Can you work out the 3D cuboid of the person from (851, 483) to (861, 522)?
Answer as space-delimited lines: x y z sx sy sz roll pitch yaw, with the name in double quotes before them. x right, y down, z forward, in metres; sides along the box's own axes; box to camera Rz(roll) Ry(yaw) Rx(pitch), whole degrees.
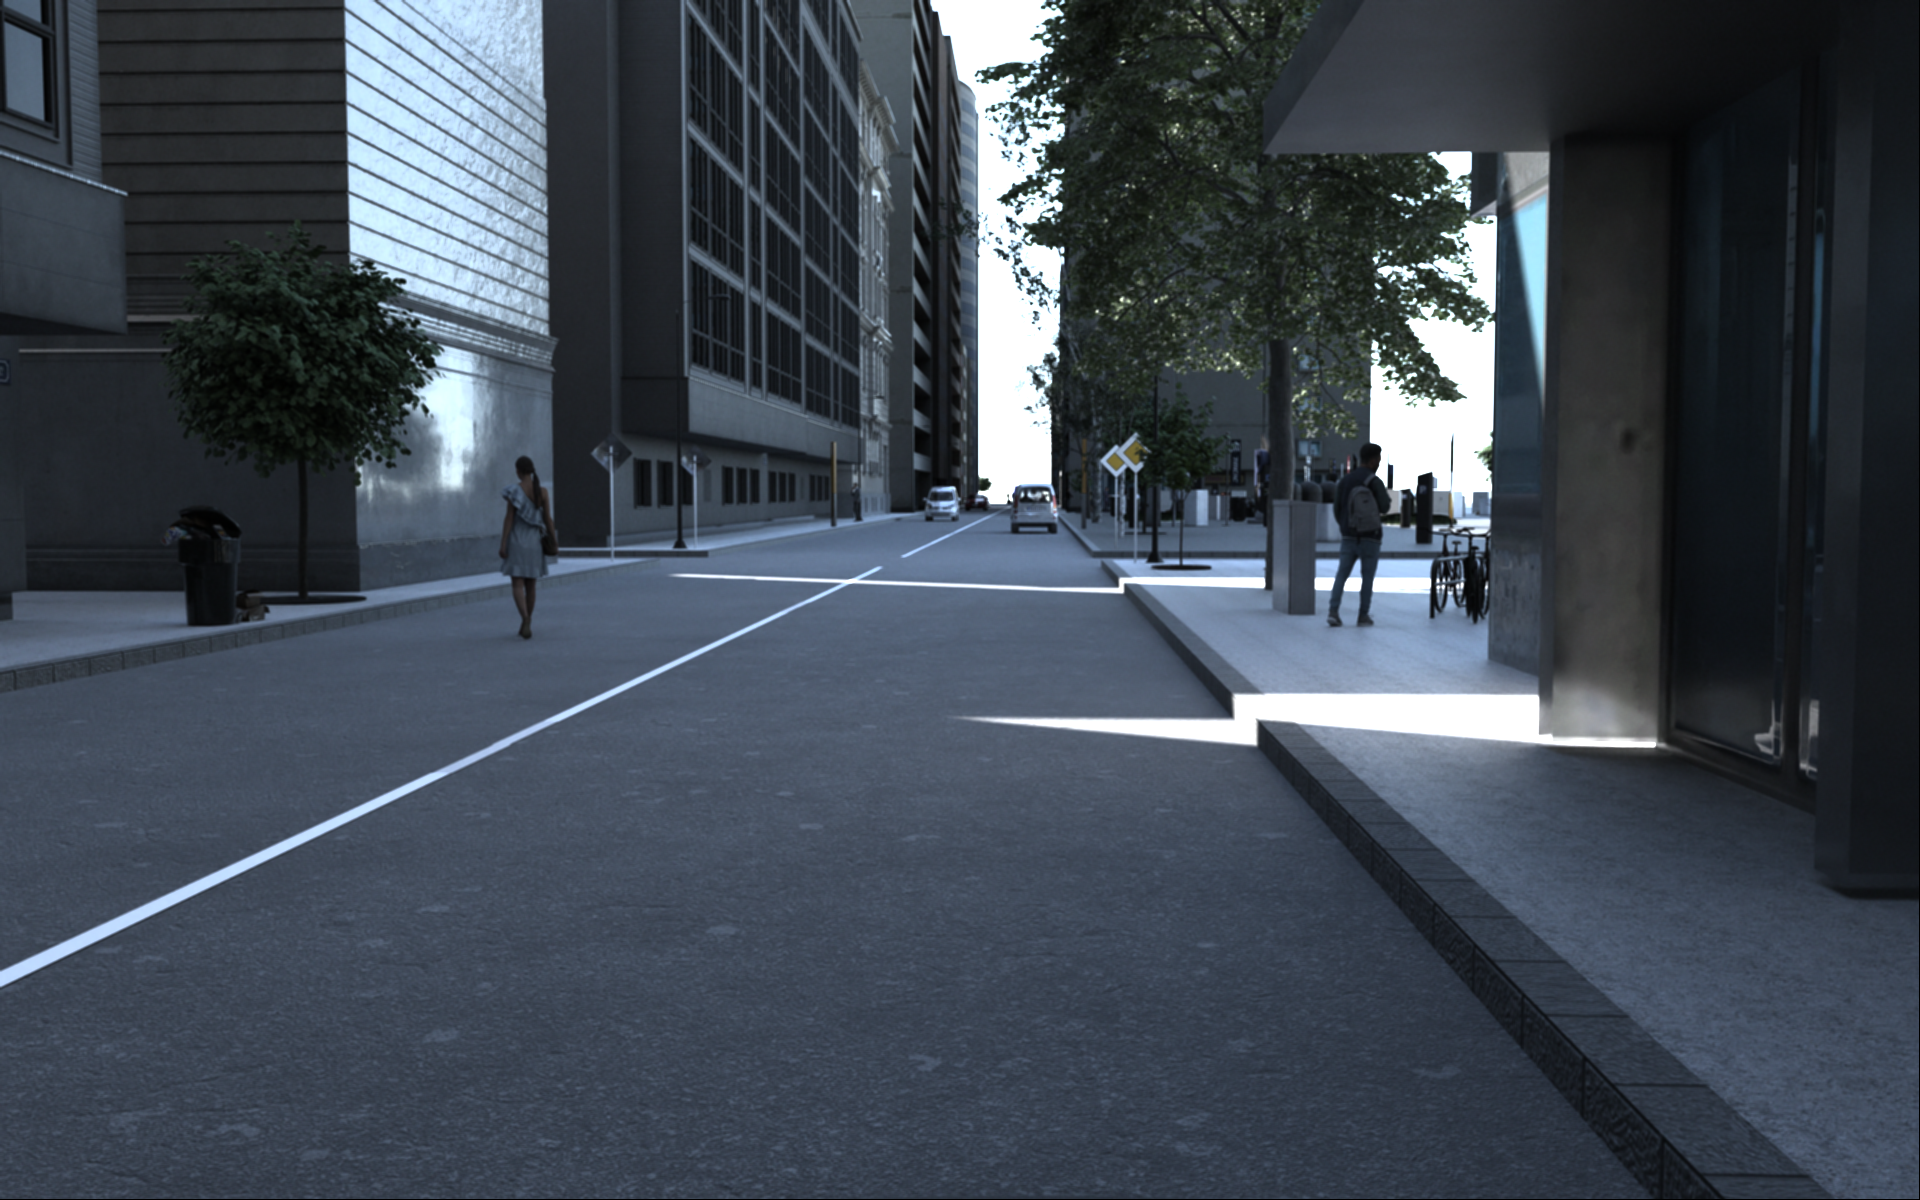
"person" -4.859 -4.568 80.908 0.473 1.802 0.592 0 4 -7

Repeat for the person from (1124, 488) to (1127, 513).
"person" 11.293 -6.835 118.616 1.217 1.723 0.721 0 4 6

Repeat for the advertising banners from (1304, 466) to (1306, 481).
"advertising banners" 22.109 -6.969 110.134 0.090 3.025 2.074 2 4 24

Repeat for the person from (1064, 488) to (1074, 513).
"person" 7.555 -6.916 119.935 0.721 1.723 1.217 -2 4 -28

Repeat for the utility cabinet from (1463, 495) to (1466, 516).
"utility cabinet" 28.872 -5.479 100.736 1.020 1.237 0.306 2 4 23

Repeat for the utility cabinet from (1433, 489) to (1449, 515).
"utility cabinet" 22.795 -4.520 82.583 1.173 1.500 0.318 -1 4 -11

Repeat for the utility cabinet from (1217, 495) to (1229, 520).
"utility cabinet" 13.125 -4.556 85.647 0.306 1.237 1.020 0 4 -6

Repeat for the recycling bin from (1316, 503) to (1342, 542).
"recycling bin" 9.950 -2.075 46.486 0.722 1.027 0.722 -2 4 -23

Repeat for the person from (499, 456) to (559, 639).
"person" -4.296 -0.532 17.289 0.616 1.811 0.778 -1 4 -23

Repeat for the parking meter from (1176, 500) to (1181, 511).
"parking meter" 11.593 -5.134 92.353 0.372 1.533 0.369 0 3 0

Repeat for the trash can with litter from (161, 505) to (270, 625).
"trash can with litter" -7.372 -0.357 17.225 0.624 1.170 1.055 0 4 7

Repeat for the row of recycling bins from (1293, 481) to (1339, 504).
"row of recycling bins" 11.342 -2.925 54.936 3.534 1.692 1.069 -3 4 -38

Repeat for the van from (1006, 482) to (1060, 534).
"van" 2.736 -3.502 64.263 2.013 2.044 4.112 0 4 1

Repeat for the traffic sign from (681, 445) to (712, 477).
"traffic sign" -6.236 -2.355 40.701 0.795 2.593 0.064 0 4 3

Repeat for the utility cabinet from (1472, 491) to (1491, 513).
"utility cabinet" 34.161 -6.415 113.556 0.318 1.500 1.173 -3 5 -43

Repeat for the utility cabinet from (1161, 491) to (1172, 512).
"utility cabinet" 12.912 -6.173 109.605 1.173 1.500 0.318 1 4 19

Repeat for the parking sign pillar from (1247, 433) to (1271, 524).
"parking sign pillar" 13.225 -5.309 75.280 1.447 3.967 1.447 -1 4 -9

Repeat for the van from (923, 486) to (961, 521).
"van" -0.948 -5.236 92.625 2.013 2.044 4.112 0 4 3

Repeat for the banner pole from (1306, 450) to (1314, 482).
"banner pole" 19.715 -6.574 97.503 0.863 3.779 0.401 -3 5 -41

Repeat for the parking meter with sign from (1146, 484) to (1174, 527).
"parking meter with sign" 7.528 -4.380 67.872 1.738 3.016 0.543 0 4 7

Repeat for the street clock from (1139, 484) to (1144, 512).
"street clock" 11.672 -6.512 111.035 0.471 2.002 0.358 0 4 -1

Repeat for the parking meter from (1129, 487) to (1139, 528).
"parking meter" 6.570 -3.490 65.468 0.372 1.533 0.369 0 3 0

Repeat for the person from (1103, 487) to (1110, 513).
"person" 10.165 -6.891 119.155 0.568 1.767 0.683 1 4 13

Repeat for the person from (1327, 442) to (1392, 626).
"person" 3.894 -0.638 16.814 0.623 1.781 0.721 2 4 31

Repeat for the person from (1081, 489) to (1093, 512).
"person" 9.038 -6.960 120.619 1.217 1.735 0.721 0 4 -2

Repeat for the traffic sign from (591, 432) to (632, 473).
"traffic sign" -6.592 -1.868 32.724 0.795 2.593 0.064 0 4 3

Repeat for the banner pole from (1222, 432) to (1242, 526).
"banner pole" 10.989 -4.888 69.932 0.863 3.779 0.401 3 5 40

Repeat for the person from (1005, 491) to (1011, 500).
"person" 6.718 -14.166 240.200 1.348 1.812 0.705 -3 5 -45

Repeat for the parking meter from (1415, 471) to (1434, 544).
"parking meter" 12.056 -2.402 44.980 0.399 1.863 0.255 3 5 41

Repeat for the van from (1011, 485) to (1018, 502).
"van" 4.653 -7.117 120.753 2.240 2.365 5.245 0 4 3

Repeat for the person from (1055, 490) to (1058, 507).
"person" 9.691 -10.127 172.352 0.721 1.736 1.217 0 4 8

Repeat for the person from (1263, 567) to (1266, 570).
"person" 5.544 -1.429 29.259 0.795 1.843 0.661 0 4 4

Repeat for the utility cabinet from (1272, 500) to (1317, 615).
"utility cabinet" 3.644 -0.472 18.873 0.306 1.237 1.020 0 4 0

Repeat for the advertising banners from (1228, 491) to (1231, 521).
"advertising banners" 13.057 -5.349 83.637 0.090 3.025 2.074 0 4 6

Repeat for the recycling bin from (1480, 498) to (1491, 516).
"recycling bin" 31.245 -5.498 102.446 0.722 1.027 0.722 -2 4 -31

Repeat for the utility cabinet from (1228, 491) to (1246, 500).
"utility cabinet" 18.175 -6.425 113.732 1.173 1.500 0.318 1 4 22

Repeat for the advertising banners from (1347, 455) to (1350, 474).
"advertising banners" 17.320 -4.930 76.789 0.090 3.025 2.074 0 4 6

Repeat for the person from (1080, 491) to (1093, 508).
"person" 8.730 -6.850 118.127 1.348 1.812 0.705 3 5 43

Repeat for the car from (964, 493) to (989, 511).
"car" 1.445 -8.638 150.272 2.155 1.783 4.494 0 4 4

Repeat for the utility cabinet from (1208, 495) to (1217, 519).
"utility cabinet" 12.736 -4.697 87.957 0.306 1.237 1.020 -3 5 -42

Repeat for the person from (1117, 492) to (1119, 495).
"person" 10.660 -6.556 116.450 0.991 1.433 0.599 -1 4 -9

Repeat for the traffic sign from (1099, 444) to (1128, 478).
"traffic sign" 3.648 -2.327 40.241 0.795 2.593 0.064 0 4 3

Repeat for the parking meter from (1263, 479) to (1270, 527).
"parking meter" 12.093 -3.806 67.941 0.255 1.863 0.399 3 4 37

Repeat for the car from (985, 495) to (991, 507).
"car" 2.371 -10.913 190.796 2.083 1.381 4.827 0 4 4

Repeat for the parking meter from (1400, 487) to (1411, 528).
"parking meter" 17.062 -3.542 66.316 0.372 1.533 0.369 0 3 0

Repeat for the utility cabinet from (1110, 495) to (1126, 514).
"utility cabinet" 10.291 -6.213 112.736 1.020 1.237 0.306 -2 4 -25

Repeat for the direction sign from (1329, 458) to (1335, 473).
"direction sign" 23.615 -7.212 109.908 0.379 3.537 0.876 2 4 35

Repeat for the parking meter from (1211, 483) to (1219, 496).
"parking meter" 13.684 -5.331 92.878 0.399 1.863 0.255 1 4 19

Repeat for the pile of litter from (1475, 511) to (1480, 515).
"pile of litter" 31.670 -5.559 104.849 1.719 0.858 1.176 -3 5 -43

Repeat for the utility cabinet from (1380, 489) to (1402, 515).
"utility cabinet" 19.774 -4.356 79.892 1.173 1.500 0.318 3 5 42

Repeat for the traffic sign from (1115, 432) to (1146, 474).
"traffic sign" 3.292 -1.839 32.264 0.795 2.593 0.064 0 4 3

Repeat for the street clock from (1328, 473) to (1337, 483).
"street clock" 12.651 -3.325 58.927 0.358 2.002 0.471 0 4 3
